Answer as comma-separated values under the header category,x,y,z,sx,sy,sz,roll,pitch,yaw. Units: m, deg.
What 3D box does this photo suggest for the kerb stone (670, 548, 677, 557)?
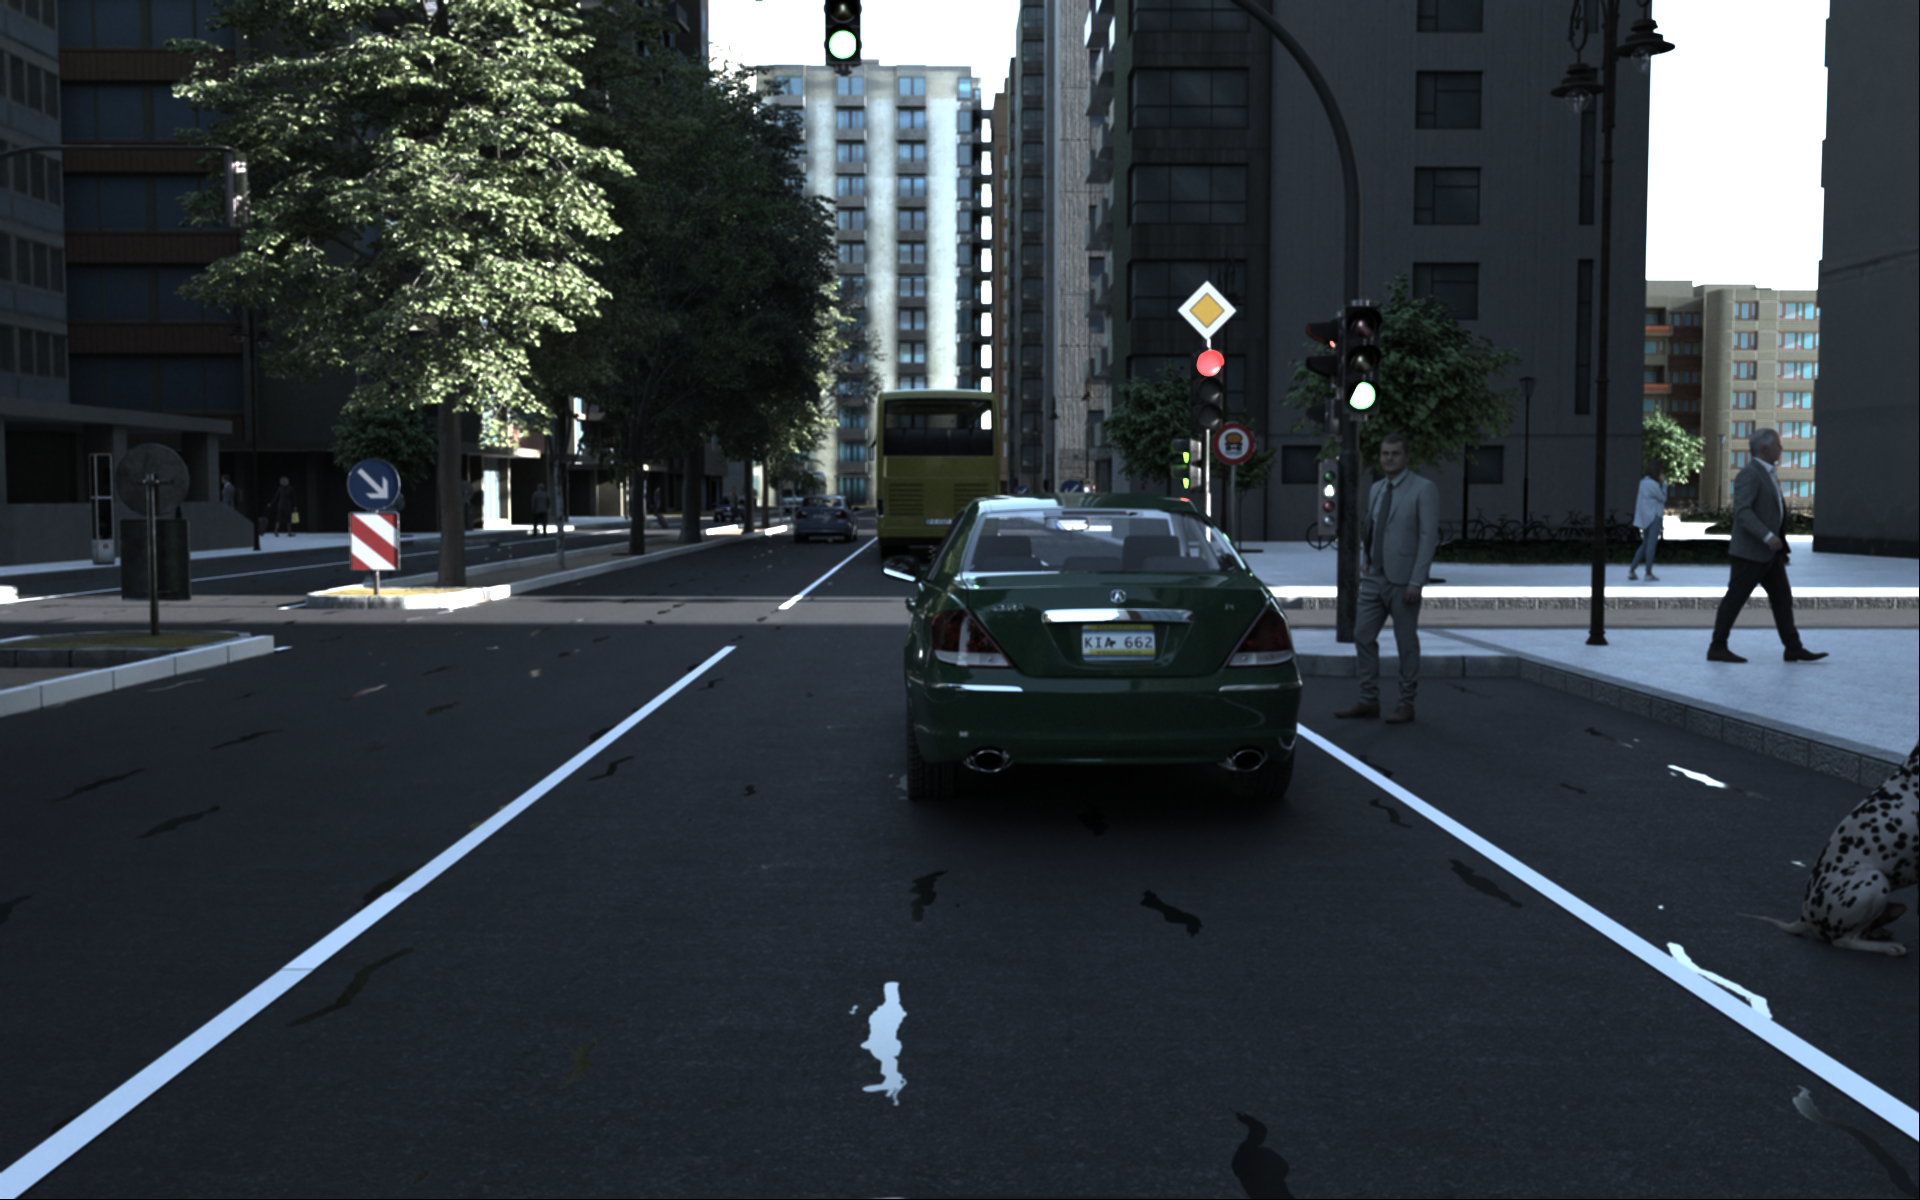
category,x,y,z,sx,sy,sz,roll,pitch,yaw
kerb stone,-6.620,-1.044,39.308,0.120,0.150,1.000,0,4,-1

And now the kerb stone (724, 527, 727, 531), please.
category,x,y,z,sx,sy,sz,roll,pitch,yaw
kerb stone,-9.091,-2.675,65.924,0.120,0.150,1.000,0,4,-1

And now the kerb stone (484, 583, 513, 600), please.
category,x,y,z,sx,sy,sz,roll,pitch,yaw
kerb stone,-6.399,-0.101,23.933,0.120,0.150,1.000,0,4,-1

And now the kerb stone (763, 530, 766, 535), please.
category,x,y,z,sx,sy,sz,roll,pitch,yaw
kerb stone,-6.900,-2.301,59.818,0.120,0.150,1.000,0,4,-1

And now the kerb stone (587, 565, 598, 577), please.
category,x,y,z,sx,sy,sz,roll,pitch,yaw
kerb stone,-6.484,-0.482,30.083,0.120,0.150,1.000,0,4,-1

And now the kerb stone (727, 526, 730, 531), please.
category,x,y,z,sx,sy,sz,roll,pitch,yaw
kerb stone,-9.093,-2.737,66.946,0.120,0.150,1.000,0,4,-1

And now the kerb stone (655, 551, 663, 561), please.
category,x,y,z,sx,sy,sz,roll,pitch,yaw
kerb stone,-6.576,-0.919,37.260,0.120,0.150,1.000,0,4,-1

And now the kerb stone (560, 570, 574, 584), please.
category,x,y,z,sx,sy,sz,roll,pitch,yaw
kerb stone,-6.455,-0.357,28.034,0.120,0.150,1.000,0,4,-1

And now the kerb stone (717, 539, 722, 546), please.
category,x,y,z,sx,sy,sz,roll,pitch,yaw
kerb stone,-6.721,-1.549,47.523,0.120,0.150,1.000,0,4,-1

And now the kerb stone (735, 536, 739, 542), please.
category,x,y,z,sx,sy,sz,roll,pitch,yaw
kerb stone,-6.774,-1.798,51.623,0.120,0.150,1.000,0,4,-1

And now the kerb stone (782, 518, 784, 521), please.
category,x,y,z,sx,sy,sz,roll,pitch,yaw
kerb stone,-9.431,-4.180,90.545,0.120,0.150,1.000,0,4,-1

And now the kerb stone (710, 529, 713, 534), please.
category,x,y,z,sx,sy,sz,roll,pitch,yaw
kerb stone,-9.022,-2.424,61.825,0.120,0.150,1.000,0,4,-1

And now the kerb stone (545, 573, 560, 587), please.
category,x,y,z,sx,sy,sz,roll,pitch,yaw
kerb stone,-6.444,-0.294,27.004,0.120,0.150,1.000,0,4,-1

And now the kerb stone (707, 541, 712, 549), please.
category,x,y,z,sx,sy,sz,roll,pitch,yaw
kerb stone,-6.700,-1.423,45.469,0.120,0.150,1.000,0,4,-1

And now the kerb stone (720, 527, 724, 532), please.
category,x,y,z,sx,sy,sz,roll,pitch,yaw
kerb stone,-9.064,-2.612,64.902,0.120,0.150,1.000,0,4,-1

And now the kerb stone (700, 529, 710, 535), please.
category,x,y,z,sx,sy,sz,roll,pitch,yaw
kerb stone,-9.008,-2.361,60.799,0.120,0.150,1.000,0,4,-1

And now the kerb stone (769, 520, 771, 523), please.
category,x,y,z,sx,sy,sz,roll,pitch,yaw
kerb stone,-9.328,-3.741,83.359,0.120,0.150,1.000,0,4,-1

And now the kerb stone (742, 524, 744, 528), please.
category,x,y,z,sx,sy,sz,roll,pitch,yaw
kerb stone,-9.172,-3.049,72.077,0.120,0.150,1.000,0,4,-1

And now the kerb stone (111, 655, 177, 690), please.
category,x,y,z,sx,sy,sz,roll,pitch,yaw
kerb stone,-6.243,0.557,13.147,0.120,0.150,1.000,0,4,-1

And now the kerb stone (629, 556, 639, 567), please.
category,x,y,z,sx,sy,sz,roll,pitch,yaw
kerb stone,-6.526,-0.731,34.182,0.120,0.150,1.000,0,4,-1

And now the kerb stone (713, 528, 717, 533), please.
category,x,y,z,sx,sy,sz,roll,pitch,yaw
kerb stone,-9.042,-2.485,62.847,0.120,0.150,1.000,0,4,-1

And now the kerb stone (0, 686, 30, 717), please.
category,x,y,z,sx,sy,sz,roll,pitch,yaw
kerb stone,-6.213,0.681,11.103,0.120,0.150,1.000,0,4,-1

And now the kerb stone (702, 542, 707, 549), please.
category,x,y,z,sx,sy,sz,roll,pitch,yaw
kerb stone,-6.688,-1.357,44.443,0.120,0.150,1.000,0,4,-1

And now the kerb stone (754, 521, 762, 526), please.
category,x,y,z,sx,sy,sz,roll,pitch,yaw
kerb stone,-9.270,-3.491,79.265,0.120,0.150,1.000,0,4,-1

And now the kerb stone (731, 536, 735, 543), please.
category,x,y,z,sx,sy,sz,roll,pitch,yaw
kerb stone,-6.769,-1.737,50.601,0.120,0.150,1.000,0,4,-1

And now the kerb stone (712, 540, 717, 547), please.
category,x,y,z,sx,sy,sz,roll,pitch,yaw
kerb stone,-6.714,-1.482,46.501,0.120,0.150,1.000,0,4,-1

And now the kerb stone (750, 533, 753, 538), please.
category,x,y,z,sx,sy,sz,roll,pitch,yaw
kerb stone,-6.846,-2.050,55.712,0.120,0.150,1.000,0,4,-1

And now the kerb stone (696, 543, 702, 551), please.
category,x,y,z,sx,sy,sz,roll,pitch,yaw
kerb stone,-6.663,-1.297,43.410,0.120,0.150,1.000,0,4,-1

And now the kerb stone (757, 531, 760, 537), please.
category,x,y,z,sx,sy,sz,roll,pitch,yaw
kerb stone,-6.863,-2.175,57.761,0.120,0.150,1.000,0,4,-1

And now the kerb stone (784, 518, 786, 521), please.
category,x,y,z,sx,sy,sz,roll,pitch,yaw
kerb stone,-9.446,-4.243,91.567,0.120,0.150,1.000,0,4,-1

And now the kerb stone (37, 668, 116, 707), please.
category,x,y,z,sx,sy,sz,roll,pitch,yaw
kerb stone,-6.229,0.616,12.125,0.120,0.150,1.000,0,4,-1

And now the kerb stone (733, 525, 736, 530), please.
category,x,y,z,sx,sy,sz,roll,pitch,yaw
kerb stone,-9.125,-2.863,69.007,0.120,0.150,1.000,0,4,-1

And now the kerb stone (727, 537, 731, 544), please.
category,x,y,z,sx,sy,sz,roll,pitch,yaw
kerb stone,-6.754,-1.675,49.579,0.120,0.150,1.000,0,4,-1

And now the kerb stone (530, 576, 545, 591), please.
category,x,y,z,sx,sy,sz,roll,pitch,yaw
kerb stone,-6.431,-0.224,25.977,0.120,0.150,1.000,0,4,-1

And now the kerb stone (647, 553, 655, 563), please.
category,x,y,z,sx,sy,sz,roll,pitch,yaw
kerb stone,-6.567,-0.859,36.233,0.120,0.150,1.000,0,4,-1

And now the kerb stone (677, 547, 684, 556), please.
category,x,y,z,sx,sy,sz,roll,pitch,yaw
kerb stone,-6.631,-1.107,40.331,0.120,0.150,1.000,0,4,-1

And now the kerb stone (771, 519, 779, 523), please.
category,x,y,z,sx,sy,sz,roll,pitch,yaw
kerb stone,-9.392,-3.992,87.472,0.120,0.150,1.000,0,4,-1

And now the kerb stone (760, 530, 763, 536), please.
category,x,y,z,sx,sy,sz,roll,pitch,yaw
kerb stone,-6.882,-2.237,58.794,0.120,0.150,1.000,0,4,-1

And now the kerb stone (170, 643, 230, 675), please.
category,x,y,z,sx,sy,sz,roll,pitch,yaw
kerb stone,-6.257,0.491,14.168,0.120,0.150,1.000,0,4,-1

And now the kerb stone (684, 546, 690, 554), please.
category,x,y,z,sx,sy,sz,roll,pitch,yaw
kerb stone,-6.640,-1.172,41.359,0.120,0.150,1.000,0,4,-1

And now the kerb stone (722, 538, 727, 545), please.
category,x,y,z,sx,sy,sz,roll,pitch,yaw
kerb stone,-6.738,-1.608,48.553,0.120,0.150,1.000,0,4,-1

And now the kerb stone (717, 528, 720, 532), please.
category,x,y,z,sx,sy,sz,roll,pitch,yaw
kerb stone,-9.053,-2.549,63.879,0.120,0.150,1.000,0,4,-1

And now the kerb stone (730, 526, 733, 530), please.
category,x,y,z,sx,sy,sz,roll,pitch,yaw
kerb stone,-9.113,-2.795,67.974,0.120,0.150,1.000,0,4,-1

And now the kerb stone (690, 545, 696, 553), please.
category,x,y,z,sx,sy,sz,roll,pitch,yaw
kerb stone,-6.653,-1.235,42.385,0.120,0.150,1.000,0,4,-1

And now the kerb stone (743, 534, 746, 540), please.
category,x,y,z,sx,sy,sz,roll,pitch,yaw
kerb stone,-6.812,-1.921,53.668,0.120,0.150,1.000,0,4,-1

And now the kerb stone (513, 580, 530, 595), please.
category,x,y,z,sx,sy,sz,roll,pitch,yaw
kerb stone,-6.412,-0.167,24.954,0.120,0.150,1.000,0,4,-1

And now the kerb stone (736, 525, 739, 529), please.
category,x,y,z,sx,sy,sz,roll,pitch,yaw
kerb stone,-9.149,-2.926,70.029,0.120,0.150,1.000,0,4,-1

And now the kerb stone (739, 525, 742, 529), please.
category,x,y,z,sx,sy,sz,roll,pitch,yaw
kerb stone,-9.161,-2.984,71.051,0.120,0.150,1.000,0,4,-1

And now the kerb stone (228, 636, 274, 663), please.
category,x,y,z,sx,sy,sz,roll,pitch,yaw
kerb stone,-6.269,0.428,15.190,0.120,0.150,1.000,0,4,-1

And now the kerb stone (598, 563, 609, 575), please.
category,x,y,z,sx,sy,sz,roll,pitch,yaw
kerb stone,-6.498,-0.545,31.105,0.120,0.150,1.000,0,4,-1

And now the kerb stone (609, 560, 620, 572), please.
category,x,y,z,sx,sy,sz,roll,pitch,yaw
kerb stone,-6.512,-0.608,32.132,0.120,0.150,1.000,0,4,-1

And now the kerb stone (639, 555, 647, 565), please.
category,x,y,z,sx,sy,sz,roll,pitch,yaw
kerb stone,-6.551,-0.796,35.203,0.120,0.150,1.000,0,4,-1

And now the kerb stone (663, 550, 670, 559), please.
category,x,y,z,sx,sy,sz,roll,pitch,yaw
kerb stone,-6.595,-0.984,38.282,0.120,0.150,1.000,0,4,-1

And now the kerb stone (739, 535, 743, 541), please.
category,x,y,z,sx,sy,sz,roll,pitch,yaw
kerb stone,-6.790,-1.860,52.646,0.120,0.150,1.000,0,4,-1

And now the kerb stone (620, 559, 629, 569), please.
category,x,y,z,sx,sy,sz,roll,pitch,yaw
kerb stone,-6.526,-0.670,33.154,0.120,0.150,1.000,0,4,-1

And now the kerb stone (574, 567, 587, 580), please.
category,x,y,z,sx,sy,sz,roll,pitch,yaw
kerb stone,-6.468,-0.419,29.059,0.120,0.150,1.000,0,4,-1

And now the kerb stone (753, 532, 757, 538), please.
category,x,y,z,sx,sy,sz,roll,pitch,yaw
kerb stone,-6.855,-2.111,56.734,0.120,0.150,1.000,0,4,-1

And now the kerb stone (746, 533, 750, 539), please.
category,x,y,z,sx,sy,sz,roll,pitch,yaw
kerb stone,-6.827,-1.987,54.690,0.120,0.150,1.000,0,4,-1

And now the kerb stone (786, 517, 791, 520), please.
category,x,y,z,sx,sy,sz,roll,pitch,yaw
kerb stone,-9.484,-4.431,94.634,0.120,0.150,1.000,0,4,-1
